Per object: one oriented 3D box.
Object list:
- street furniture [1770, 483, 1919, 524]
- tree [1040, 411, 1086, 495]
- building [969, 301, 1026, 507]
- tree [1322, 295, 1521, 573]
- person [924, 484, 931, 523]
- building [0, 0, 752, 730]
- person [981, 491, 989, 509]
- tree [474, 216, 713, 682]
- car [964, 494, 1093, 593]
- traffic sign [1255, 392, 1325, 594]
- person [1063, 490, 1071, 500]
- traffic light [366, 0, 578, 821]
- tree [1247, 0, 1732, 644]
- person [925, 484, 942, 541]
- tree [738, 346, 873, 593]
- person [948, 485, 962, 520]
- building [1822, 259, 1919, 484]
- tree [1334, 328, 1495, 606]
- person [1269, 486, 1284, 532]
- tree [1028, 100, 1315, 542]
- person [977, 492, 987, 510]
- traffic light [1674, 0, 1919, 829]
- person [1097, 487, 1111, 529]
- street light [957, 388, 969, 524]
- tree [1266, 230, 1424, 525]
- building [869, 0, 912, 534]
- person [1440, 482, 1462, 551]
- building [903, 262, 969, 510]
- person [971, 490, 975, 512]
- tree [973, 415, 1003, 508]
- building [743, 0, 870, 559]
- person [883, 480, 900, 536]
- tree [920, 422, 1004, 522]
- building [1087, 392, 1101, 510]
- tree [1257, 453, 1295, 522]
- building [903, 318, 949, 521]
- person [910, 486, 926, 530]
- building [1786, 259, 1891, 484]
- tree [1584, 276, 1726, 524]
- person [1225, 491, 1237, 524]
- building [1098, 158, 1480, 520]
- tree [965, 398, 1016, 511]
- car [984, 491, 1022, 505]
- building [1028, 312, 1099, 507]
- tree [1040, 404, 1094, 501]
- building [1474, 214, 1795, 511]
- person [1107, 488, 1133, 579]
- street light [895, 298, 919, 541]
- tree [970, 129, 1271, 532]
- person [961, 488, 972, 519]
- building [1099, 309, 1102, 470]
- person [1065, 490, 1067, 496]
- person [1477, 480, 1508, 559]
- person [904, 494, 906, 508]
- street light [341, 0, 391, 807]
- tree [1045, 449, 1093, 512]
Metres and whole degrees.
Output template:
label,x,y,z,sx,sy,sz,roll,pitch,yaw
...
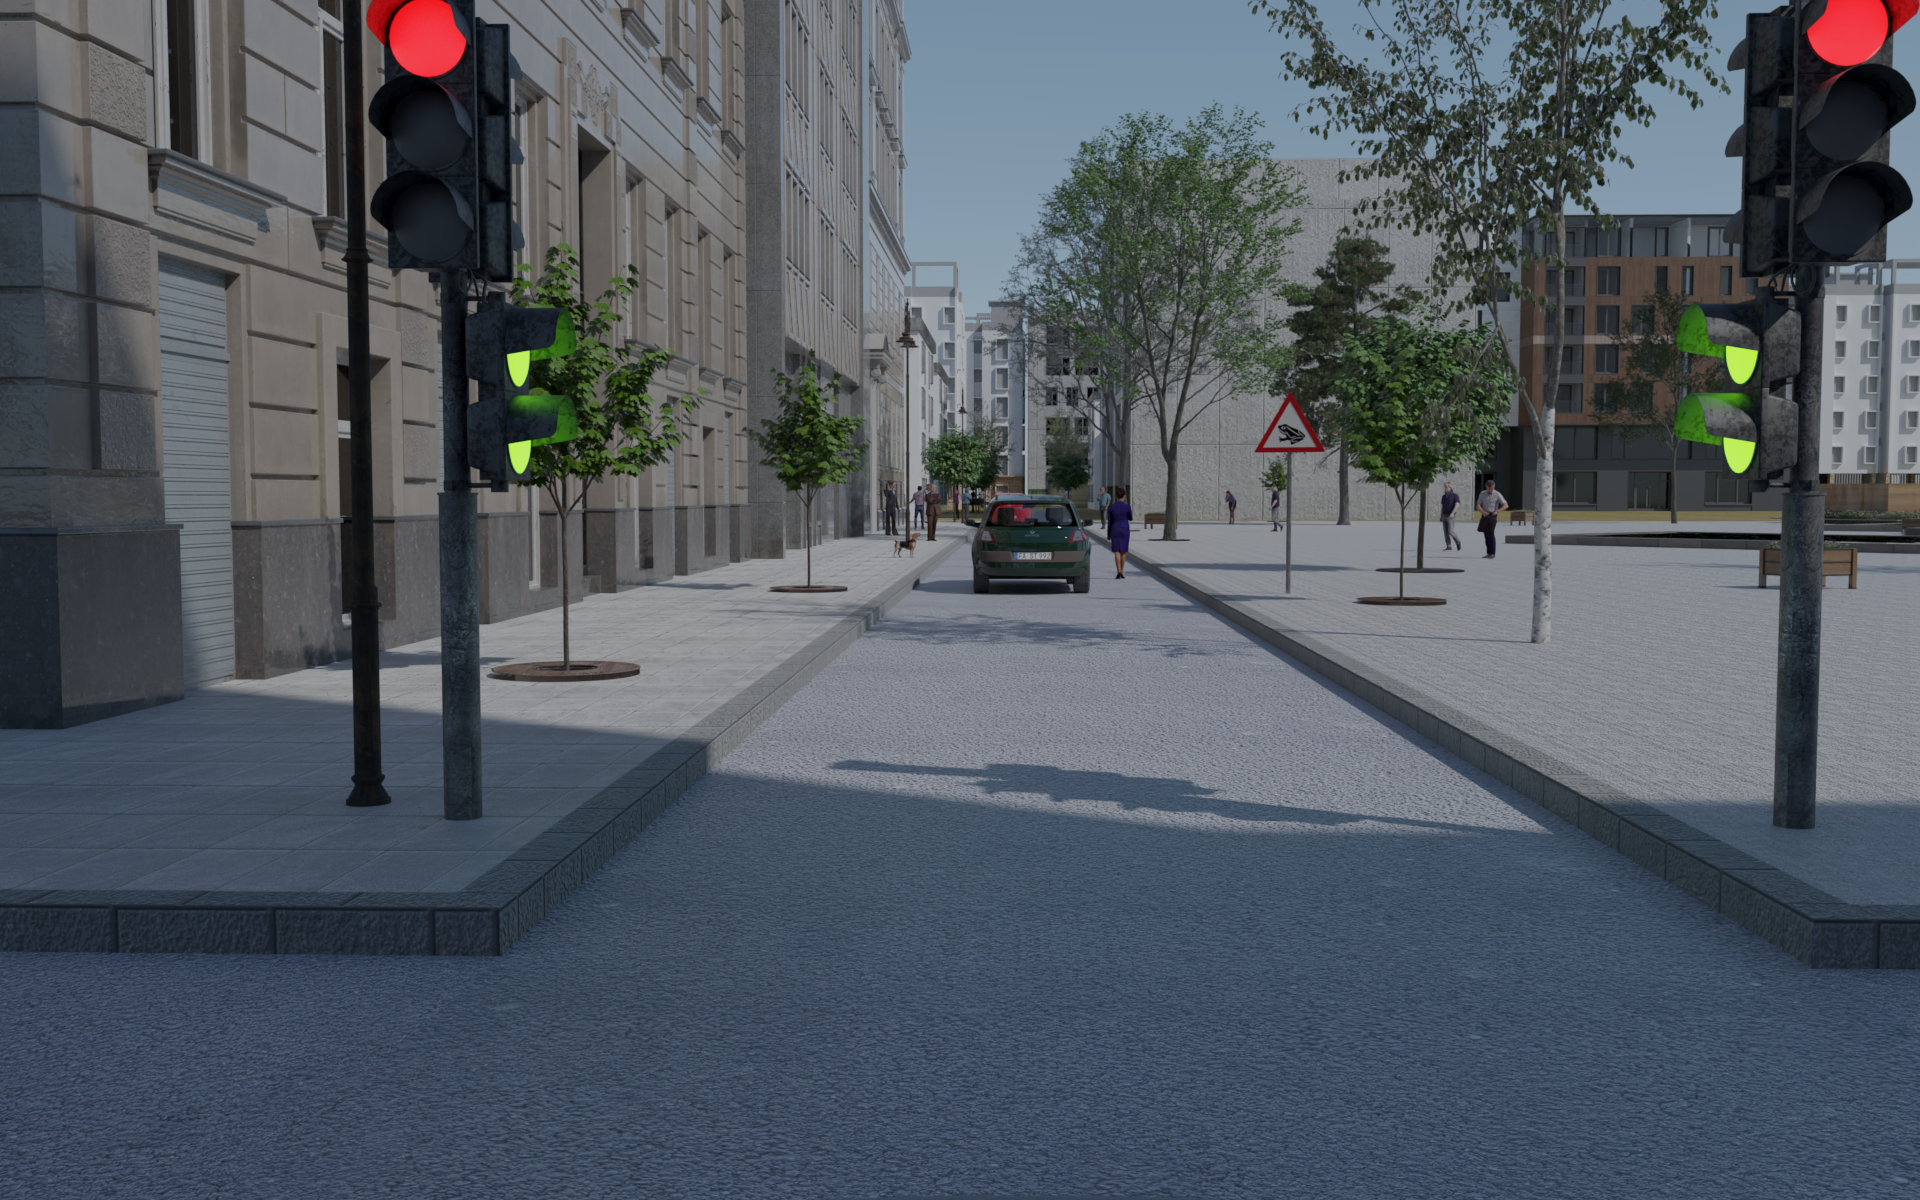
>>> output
label,x,y,z,sx,sy,sz,roll,pitch,yaw
street furniture,39.483,-4.119,74.205,9.812,1.723,11.010,-1,4,-19
tree,8.925,-12.279,151.119,4.737,8.622,4.395,0,3,0
building,0.928,-19.543,175.942,11.380,20.091,16.016,0,4,2
tree,7.573,-2.744,28.581,4.285,4.588,4.351,0,3,0
person,-1.372,-4.245,76.116,0.621,1.740,0.551,1,4,17
building,-10.100,-13.677,20.881,12.463,27.353,25.104,0,4,2
person,2.068,-9.037,153.729,0.705,1.831,1.348,3,5,44
tree,-2.839,-1.069,12.085,1.663,3.219,1.824,0,3,0
car,1.061,-1.018,26.434,2.009,1.686,4.222,0,4,1
traffic sign,4.226,-1.360,22.240,0.884,2.594,0.081,1,4,11
person,8.085,-7.479,129.266,0.436,1.711,0.756,-3,4,-37
traffic light,-1.952,-1.071,6.749,0.839,4.213,0.868,0,4,2
tree,4.808,-3.941,14.793,4.360,8.622,3.978,0,3,0
person,-0.717,-2.387,47.344,0.482,1.546,0.388,-1,4,-15
tree,-1.950,-1.720,22.721,1.663,3.219,1.824,0,3,0
person,-0.246,-4.865,86.269,0.721,1.739,1.217,-2,4,-34
building,79.841,-17.697,145.763,11.380,20.091,16.016,0,4,2
tree,5.145,-1.576,20.375,1.663,3.219,1.824,0,3,0
person,10.719,-3.085,58.699,0.471,1.553,0.569,3,4,39
tree,5.707,-7.411,46.920,9.928,11.665,9.643,0,3,0
person,1.732,-8.288,142.343,1.217,1.735,0.721,2,4,32
traffic light,3.207,-1.061,6.586,0.839,4.213,0.868,0,4,2
person,5.244,-3.362,63.225,0.429,1.552,0.499,-2,4,-34
street light,0.118,-6.269,75.280,0.468,5.910,1.993,0,4,2
tree,15.861,-9.127,71.289,6.751,12.117,7.091,0,3,0
building,-8.832,-16.970,63.369,13.634,28.700,20.117,0,4,2
person,11.034,-1.868,38.788,0.471,1.553,0.569,0,4,3
building,-5.401,-17.828,147.913,11.380,20.091,16.016,0,4,2
person,0.808,-6.967,120.774,0.721,1.723,1.217,-1,4,-15
tree,2.180,-12.744,158.731,4.737,8.622,4.395,0,3,0
building,-9.140,-13.791,43.500,12.078,24.808,19.932,0,4,2
person,-2.120,-2.845,53.354,0.445,1.727,0.742,1,4,12
tree,-0.163,-5.824,78.936,4.285,4.588,4.351,0,3,0
building,15.439,-12.209,141.769,9.099,9.664,28.070,0,4,2
tree,14.482,-5.197,79.569,1.663,3.219,1.824,0,3,0
building,-5.872,-9.449,96.639,9.099,9.664,28.070,0,4,2
person,-1.464,-3.344,62.679,0.963,1.587,0.435,0,4,-7
building,68.486,-17.753,146.673,11.380,20.091,16.016,0,4,2
tree,30.728,-8.601,75.035,7.601,10.594,8.767,0,4,-3
person,11.574,-3.961,74.044,0.421,1.427,0.697,2,4,35
building,17.305,-14.290,100.099,16.747,18.905,31.486,0,4,2
tree,2.162,-11.182,133.191,4.360,8.622,3.978,0,3,0
car,2.067,-3.874,72.386,2.155,1.783,4.494,0,4,2
building,22.637,-18.873,175.030,31.486,18.905,16.747,0,4,2
tree,8.514,-11.530,138.882,4.360,8.622,3.978,0,3,0
building,46.073,-18.156,140.820,32.646,21.610,27.936,0,4,2
person,2.692,-1.124,29.242,0.453,1.535,0.546,-1,4,-10
street light,-1.239,-4.173,41.009,0.468,5.910,1.993,0,4,2
tree,5.464,-9.099,59.134,12.009,13.543,11.850,0,3,0
person,0.281,-4.013,73.860,0.429,1.552,0.499,0,4,-7
building,17.945,-16.223,121.663,16.016,20.091,11.380,0,4,2
person,8.565,-8.014,137.788,0.721,1.736,1.217,-1,4,-17
person,10.590,-1.604,34.483,0.614,1.554,0.590,3,4,38
person,-2.685,-4.217,76.698,0.593,1.614,0.444,-1,4,-9
street light,-2.454,-2.093,7.009,0.468,5.910,1.993,0,4,2
tree,7.773,-8.616,124.587,4.285,4.588,4.351,0,3,0
